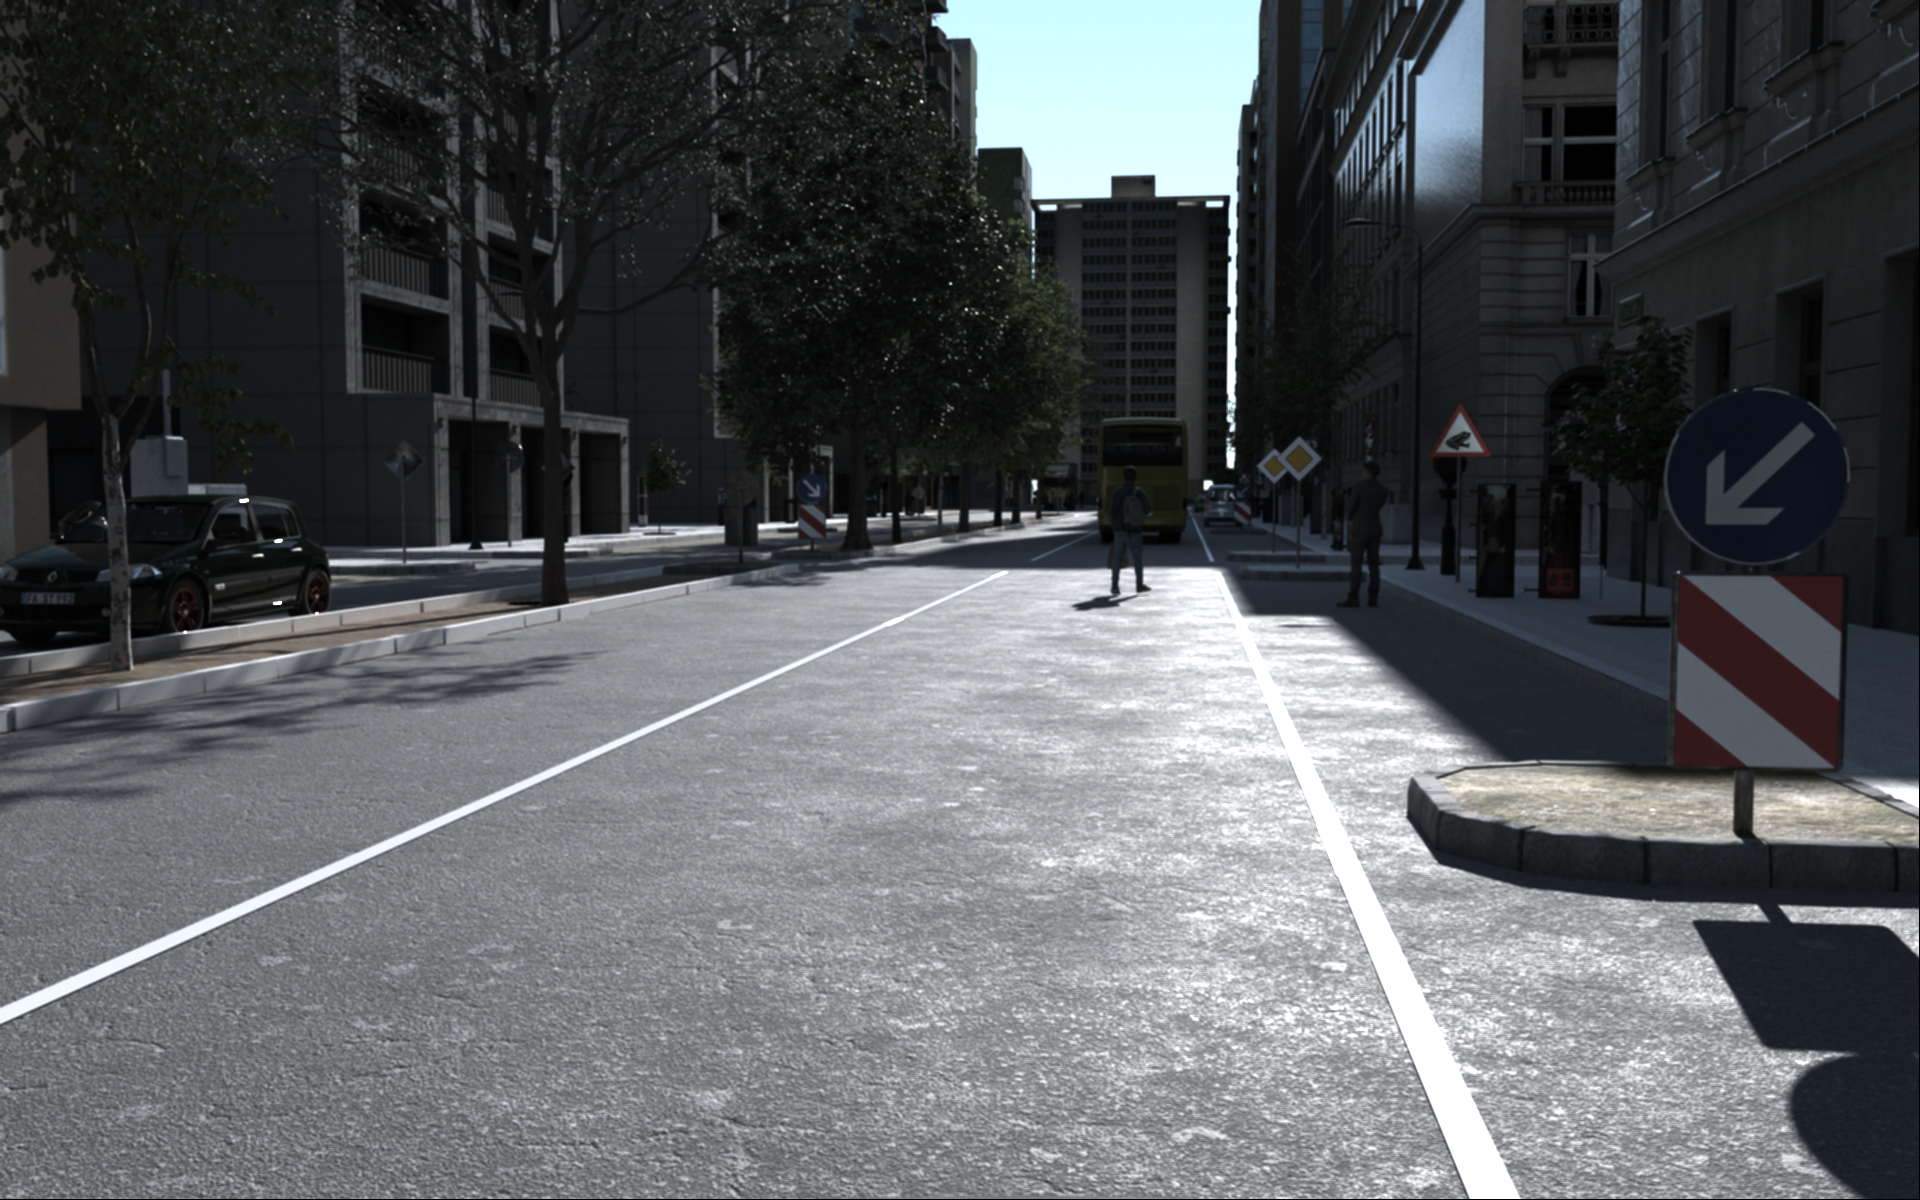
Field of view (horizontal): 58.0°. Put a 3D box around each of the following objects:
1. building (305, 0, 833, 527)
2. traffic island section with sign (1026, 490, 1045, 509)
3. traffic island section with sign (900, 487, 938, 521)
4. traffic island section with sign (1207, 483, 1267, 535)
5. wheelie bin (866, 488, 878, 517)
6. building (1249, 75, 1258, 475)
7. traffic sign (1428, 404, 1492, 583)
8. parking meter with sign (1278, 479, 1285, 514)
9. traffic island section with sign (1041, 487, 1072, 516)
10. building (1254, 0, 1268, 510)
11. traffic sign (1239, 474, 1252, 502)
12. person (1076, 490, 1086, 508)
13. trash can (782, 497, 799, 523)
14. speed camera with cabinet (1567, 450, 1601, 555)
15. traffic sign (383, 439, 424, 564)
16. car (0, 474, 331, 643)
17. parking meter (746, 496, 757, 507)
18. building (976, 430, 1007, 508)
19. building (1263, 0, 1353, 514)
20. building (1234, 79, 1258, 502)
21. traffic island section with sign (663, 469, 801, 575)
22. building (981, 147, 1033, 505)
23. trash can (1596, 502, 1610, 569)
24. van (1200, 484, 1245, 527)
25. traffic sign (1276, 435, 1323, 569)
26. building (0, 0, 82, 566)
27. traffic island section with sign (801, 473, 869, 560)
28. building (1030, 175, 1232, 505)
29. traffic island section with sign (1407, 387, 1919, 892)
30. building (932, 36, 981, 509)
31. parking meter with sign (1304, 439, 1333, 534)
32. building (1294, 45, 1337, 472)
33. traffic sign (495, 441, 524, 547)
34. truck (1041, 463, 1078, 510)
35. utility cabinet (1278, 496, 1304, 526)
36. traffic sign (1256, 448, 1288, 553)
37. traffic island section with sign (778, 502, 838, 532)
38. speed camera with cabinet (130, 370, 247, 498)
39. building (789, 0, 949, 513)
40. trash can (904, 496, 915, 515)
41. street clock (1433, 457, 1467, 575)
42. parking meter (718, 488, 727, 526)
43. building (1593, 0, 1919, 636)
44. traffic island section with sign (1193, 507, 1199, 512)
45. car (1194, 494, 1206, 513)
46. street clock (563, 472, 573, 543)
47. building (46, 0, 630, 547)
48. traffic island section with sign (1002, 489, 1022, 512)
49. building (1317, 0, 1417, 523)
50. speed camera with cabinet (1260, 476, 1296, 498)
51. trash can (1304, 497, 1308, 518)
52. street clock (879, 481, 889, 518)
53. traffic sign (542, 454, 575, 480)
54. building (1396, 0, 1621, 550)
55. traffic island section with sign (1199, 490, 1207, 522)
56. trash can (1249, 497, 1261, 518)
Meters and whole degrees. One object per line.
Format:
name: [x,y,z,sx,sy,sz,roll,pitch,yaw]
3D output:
building: [-17.264,-39.517,84.362,20.563,71.187,20.611,0,4,7]
traffic island section with sign: [7.458,-9.716,167.485,1.989,1.847,2.006,0,4,7]
traffic island section with sign: [-2.213,-5.100,92.016,1.989,1.847,2.006,0,4,7]
traffic island section with sign: [9.999,-3.276,62.190,1.989,1.847,2.006,0,4,7]
wheelie bin: [-4.982,-5.404,96.261,0.980,1.594,0.693,2,4,29]
building: [39.956,-33.506,167.425,23.786,49.044,30.456,0,4,7]
traffic sign: [7.204,-1.529,25.006,0.884,2.594,0.081,1,4,15]
parking meter with sign: [15.159,-5.232,81.802,0.543,3.016,1.738,1,4,13]
traffic island section with sign: [6.378,-6.430,113.263,2.006,1.907,1.989,0,4,7]
building: [32.042,-28.293,146.177,14.154,41.232,14.086,0,4,7]
traffic sign: [17.888,-6.635,108.591,0.768,2.556,0.104,1,4,10]
person: [12.370,-10.215,175.531,1.348,1.822,0.705,2,4,30]
trash can: [-7.462,-3.951,76.246,0.748,1.137,0.748,0,3,0]
speed camera with cabinet: [13.419,-2.623,37.216,0.660,3.252,2.038,1,4,22]
traffic sign: [-10.237,-1.726,31.869,0.795,2.450,0.064,0,4,7]
car: [-8.080,-0.491,17.821,2.009,1.686,4.222,0,4,7]
parking meter: [-7.839,-3.624,64.967,0.399,1.863,0.255,3,5,43]
building: [-10.985,-20.273,176.500,28.899,21.520,27.650,0,4,7]
building: [28.154,-28.611,117.898,14.600,45.320,14.200,0,4,7]
building: [43.493,-35.561,205.127,21.600,48.544,21.300,0,4,7]
traffic island section with sign: [-4.126,-1.422,31.386,2.006,1.907,1.989,0,4,7]
building: [1.249,-32.061,207.785,14.086,41.232,14.154,0,4,7]
trash can: [11.257,-1.098,29.601,0.748,1.137,0.748,0,3,0]
van: [11.703,-4.290,77.150,2.013,2.044,4.112,0,4,8]
traffic sign: [5.823,-1.600,29.796,0.795,2.450,0.064,0,4,7]
building: [-22.724,-22.748,22.040,14.200,45.320,14.600,0,4,7]
traffic island section with sign: [-3.174,-1.871,38.732,2.006,1.907,1.989,0,4,7]
building: [21.206,-31.916,213.715,23.993,40.220,32.217,0,4,7]
traffic island section with sign: [2.959,0.085,7.244,1.989,1.847,2.006,0,4,7]
building: [-6.253,-28.631,151.708,14.154,41.232,14.086,0,4,7]
parking meter with sign: [11.668,-3.633,55.658,0.543,3.016,1.738,3,4,37]
building: [26.884,-18.651,98.455,14.314,27.812,24.014,0,4,7]
traffic sign: [-10.868,-2.547,41.745,0.768,2.556,0.104,1,4,14]
truck: [9.076,-10.261,156.675,2.839,4.237,11.283,0,4,7]
utility cabinet: [13.458,-3.624,70.417,1.020,1.237,0.306,-1,4,-20]
traffic sign: [6.839,-2.084,37.716,0.795,2.450,0.064,0,4,7]
traffic island section with sign: [-5.677,-3.456,65.140,1.989,1.847,2.006,0,4,7]
speed camera with cabinet: [-12.608,-2.081,28.358,0.660,3.252,2.038,1,4,17]
building: [-12.786,-29.089,130.226,22.147,44.769,28.867,0,4,7]
trash can: [-3.016,-5.665,104.270,0.748,1.137,0.748,0,3,0]
street clock: [7.756,-1.400,27.463,0.471,2.002,0.358,0,4,-3]
parking meter: [-9.569,-3.757,69.842,0.372,1.533,0.369,0,3,0]
building: [15.167,-13.910,3.850,17.030,29.872,44.131,0,4,7]
traffic island section with sign: [23.359,-9.646,166.334,1.989,1.847,2.006,0,4,7]
car: [18.981,-7.626,133.488,1.959,1.807,4.718,0,4,8]
street clock: [-10.448,-2.515,45.687,0.471,2.002,0.358,-1,4,-14]
building: [-21.500,-37.497,51.322,20.563,71.187,20.611,0,4,7]
traffic island section with sign: [4.037,-8.081,140.747,1.989,1.847,2.006,0,4,7]
building: [23.932,-14.557,71.288,16.112,22.955,30.059,0,4,7]
speed camera with cabinet: [16.697,-5.906,90.895,0.660,3.252,2.038,-3,5,-39]
trash can: [18.256,-4.956,92.680,0.748,1.137,0.748,0,3,0]
street clock: [-4.085,-5.429,93.330,0.471,2.002,0.358,-2,4,-33]
traffic sign: [-9.221,-2.211,39.789,0.795,2.450,0.064,0,4,7]
building: [24.011,-12.331,43.418,24.055,21.916,13.314,0,4,7]
traffic island section with sign: [13.532,-4.956,89.658,1.989,1.847,2.006,0,4,7]
trash can: [16.146,-5.084,94.779,0.748,1.137,0.748,0,3,0]
